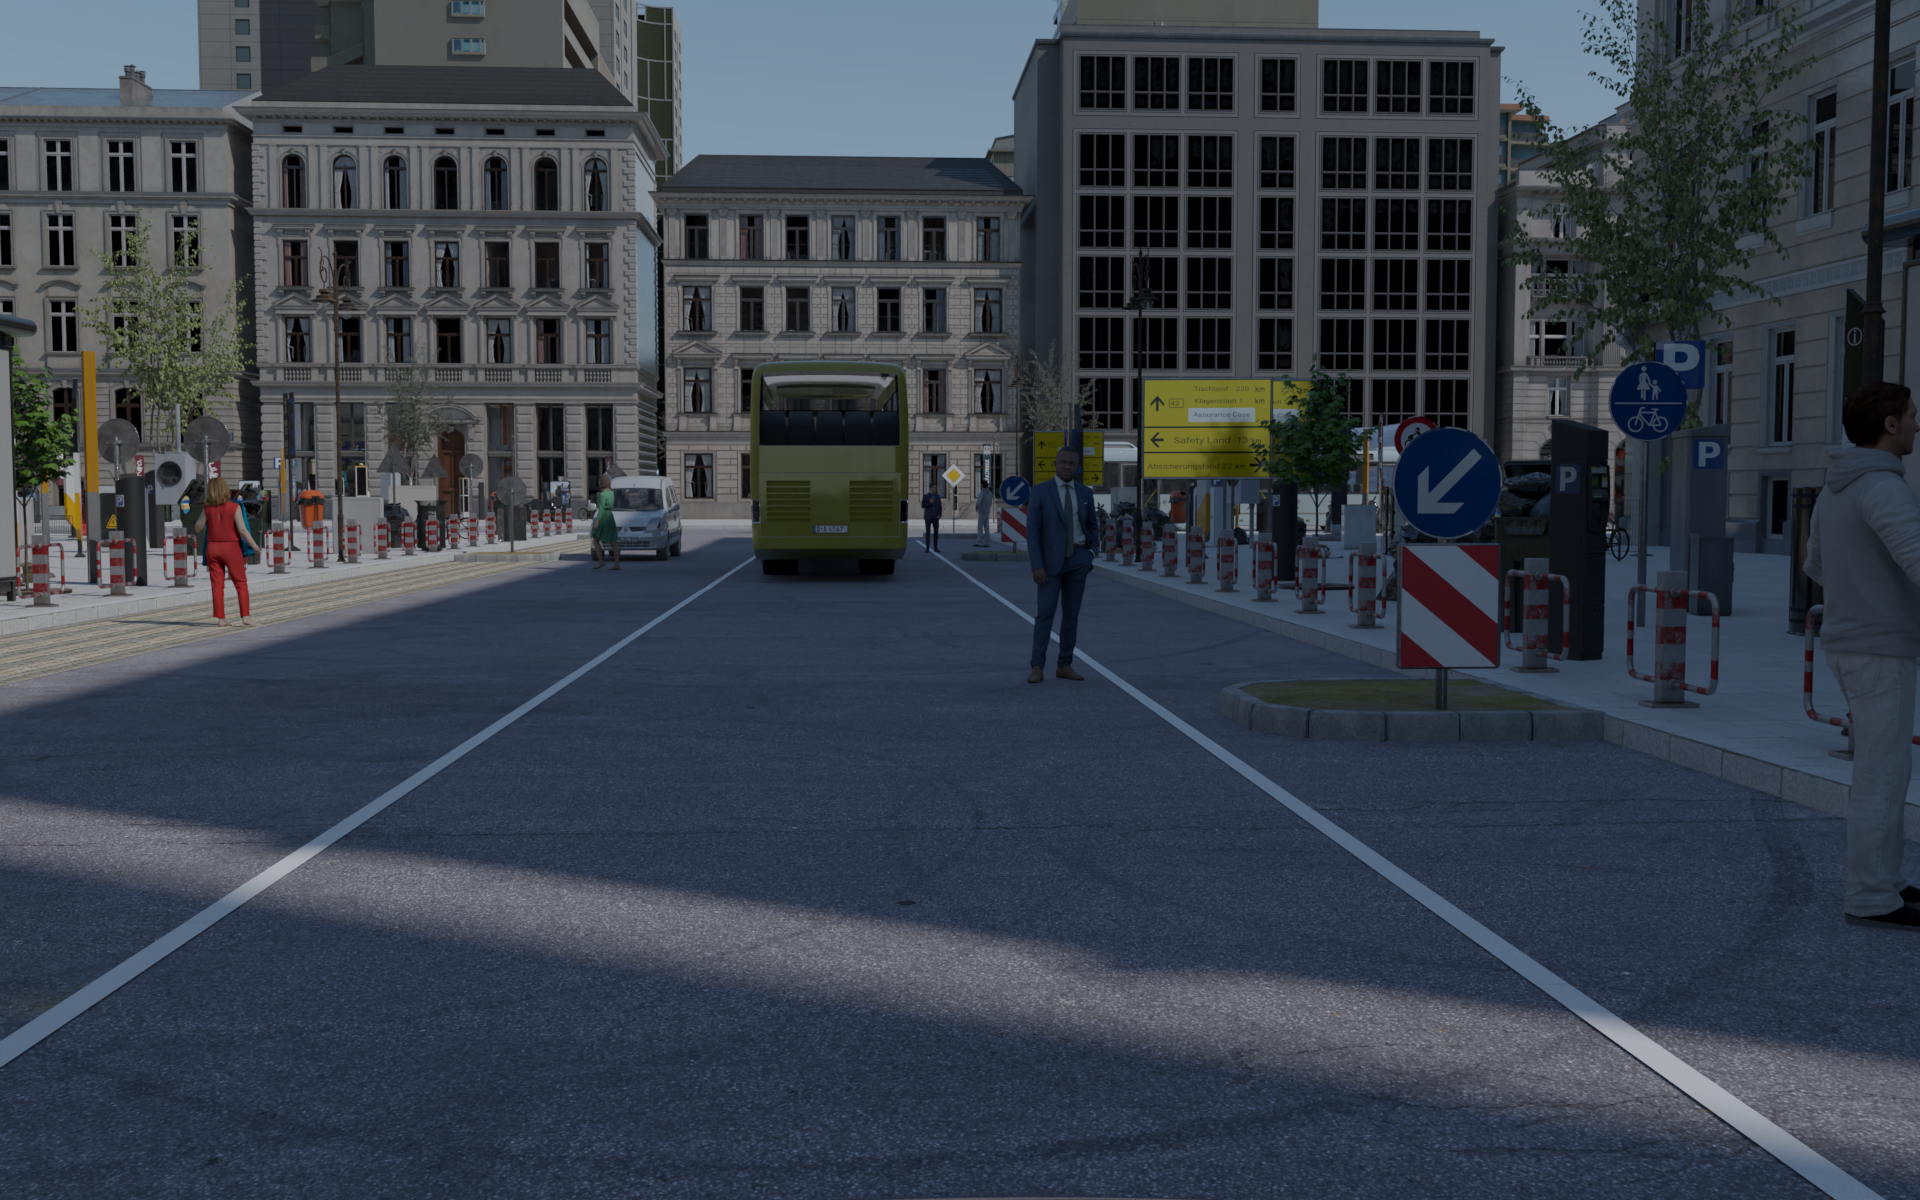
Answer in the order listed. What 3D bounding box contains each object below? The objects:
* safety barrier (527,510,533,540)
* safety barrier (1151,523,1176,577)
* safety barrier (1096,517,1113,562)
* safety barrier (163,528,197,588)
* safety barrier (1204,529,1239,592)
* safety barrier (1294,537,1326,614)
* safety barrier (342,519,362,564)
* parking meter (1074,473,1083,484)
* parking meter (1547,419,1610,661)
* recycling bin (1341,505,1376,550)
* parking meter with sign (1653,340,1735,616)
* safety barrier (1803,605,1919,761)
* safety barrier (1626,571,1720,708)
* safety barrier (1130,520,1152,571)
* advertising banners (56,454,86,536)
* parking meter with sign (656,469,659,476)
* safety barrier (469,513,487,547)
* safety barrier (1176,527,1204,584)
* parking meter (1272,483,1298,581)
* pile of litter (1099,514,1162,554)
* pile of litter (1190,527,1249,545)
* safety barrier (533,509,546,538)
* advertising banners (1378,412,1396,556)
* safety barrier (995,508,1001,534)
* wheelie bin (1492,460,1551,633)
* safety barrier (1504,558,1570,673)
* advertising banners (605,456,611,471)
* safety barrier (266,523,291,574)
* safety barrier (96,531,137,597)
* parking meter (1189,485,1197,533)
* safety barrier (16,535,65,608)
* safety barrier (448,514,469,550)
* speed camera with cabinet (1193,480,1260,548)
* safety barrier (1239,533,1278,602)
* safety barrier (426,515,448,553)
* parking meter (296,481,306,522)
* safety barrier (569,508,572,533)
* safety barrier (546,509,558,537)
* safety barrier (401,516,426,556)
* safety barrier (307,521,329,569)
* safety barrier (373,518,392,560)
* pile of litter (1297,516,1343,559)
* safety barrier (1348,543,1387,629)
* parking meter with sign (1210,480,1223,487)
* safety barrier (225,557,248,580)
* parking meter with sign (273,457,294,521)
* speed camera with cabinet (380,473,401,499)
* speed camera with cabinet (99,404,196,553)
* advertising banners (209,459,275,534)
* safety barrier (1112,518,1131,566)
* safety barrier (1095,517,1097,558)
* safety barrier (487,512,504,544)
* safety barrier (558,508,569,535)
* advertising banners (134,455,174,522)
[{"bbox_3d":[-12.236,-2.082,48.312,0.300,0.817,1.120,0,4,-4],"label":"safety barrier"},{"bbox_3d":[3.244,-0.765,26.783,0.300,0.817,1.120,0,4,-4],"label":"safety barrier"},{"bbox_3d":[2.860,-1.140,32.918,0.300,0.817,1.120,0,4,-4],"label":"safety barrier"},{"bbox_3d":[-10.678,-0.578,23.723,0.300,0.817,1.120,0,4,-4],"label":"safety barrier"},{"bbox_3d":[3.502,-0.515,22.703,0.300,0.817,1.120,0,4,-4],"label":"safety barrier"},{"bbox_3d":[3.763,-0.266,18.620,0.300,0.817,1.120,0,4,-4],"label":"safety barrier"},{"bbox_3d":[-11.199,-1.079,31.919,0.300,0.817,1.120,0,4,-4],"label":"safety barrier"},{"bbox_3d":[3.023,-2.433,45.484,0.255,1.863,0.399,3,5,39],"label":"parking meter"},{"bbox_3d":[4.797,-0.472,13.429,0.255,1.863,0.399,-2,4,-32],"label":"parking meter"},{"bbox_3d":[9.250,-1.691,40.198,0.722,1.027,0.722,0,4,6],"label":"recycling bin"},{"bbox_3d":[8.064,-1.387,18.943,0.543,3.016,1.738,0,4,8],"label":"parking meter with sign"},{"bbox_3d":[4.411,0.360,8.392,0.300,0.817,1.120,0,4,-4],"label":"safety barrier"},{"bbox_3d":[4.282,0.235,10.435,0.300,0.817,1.120,0,4,-4],"label":"safety barrier"},{"bbox_3d":[3.116,-0.890,28.829,0.300,0.817,1.120,0,4,-4],"label":"safety barrier"},{"bbox_3d":[-26.852,-3.468,52.895,0.090,3.025,2.074,1,4,19],"label":"advertising banners"},{"bbox_3d":[-21.877,-7.647,121.283,1.738,3.016,0.543,3,4,36],"label":"parking meter with sign"},{"bbox_3d":[-11.850,-1.705,42.160,0.300,0.817,1.120,0,4,-4],"label":"safety barrier"},{"bbox_3d":[3.375,-0.640,24.743,0.300,0.817,1.120,0,4,-4],"label":"safety barrier"},{"bbox_3d":[4.803,-1.052,25.619,0.372,1.533,0.369,0,3,0],"label":"parking meter"},{"bbox_3d":[3.793,-1.464,37.902,1.719,0.858,1.176,-1,4,-11],"label":"pile of litter"},{"bbox_3d":[6.660,-1.845,44.128,1.719,0.858,1.176,1,4,10],"label":"pile of litter"},{"bbox_3d":[-12.364,-2.207,50.357,0.300,0.817,1.120,0,4,-4],"label":"safety barrier"},{"bbox_3d":[8.993,-2.468,36.541,0.090,3.025,2.074,0,4,5],"label":"advertising banners"},{"bbox_3d":[1.305,-2.641,57.461,0.300,0.817,1.120,0,4,-4],"label":"safety barrier"},{"bbox_3d":[5.365,-0.497,16.034,0.980,1.594,0.693,3,4,38],"label":"wheelie bin"},{"bbox_3d":[4.151,0.109,12.488,0.300,0.817,1.120,0,4,-4],"label":"safety barrier"},{"bbox_3d":[-15.667,-5.080,79.241,0.090,3.025,2.074,-3,5,-42],"label":"advertising banners"},{"bbox_3d":[-10.940,-0.828,27.811,0.300,0.817,1.120,0,4,-4],"label":"safety barrier"},{"bbox_3d":[-10.551,-0.453,21.681,0.300,0.817,1.120,0,4,-4],"label":"safety barrier"},{"bbox_3d":[6.829,-2.561,50.278,0.372,1.533,0.369,0,3,0],"label":"parking meter"},{"bbox_3d":[-10.421,-0.328,19.641,0.300,0.817,1.120,0,4,-4],"label":"safety barrier"},{"bbox_3d":[-11.718,-1.581,40.120,0.300,0.817,1.120,0,4,-4],"label":"safety barrier"},{"bbox_3d":[6.367,-2.883,41.476,0.660,3.252,2.038,-2,4,-25],"label":"speed camera with cabinet"},{"bbox_3d":[3.635,-0.390,20.660,0.300,0.817,1.120,0,4,-4],"label":"safety barrier"},{"bbox_3d":[-11.592,-1.455,38.070,0.300,0.817,1.120,0,4,-4],"label":"safety barrier"},{"bbox_3d":[-30.286,-4.524,79.671,0.399,1.863,0.255,1,4,11],"label":"parking meter"},{"bbox_3d":[-12.749,-2.581,56.479,0.300,0.817,1.120,0,4,-4],"label":"safety barrier"},{"bbox_3d":[-12.495,-2.332,52.397,0.300,0.817,1.120,0,4,-4],"label":"safety barrier"},{"bbox_3d":[-11.457,-1.330,36.022,0.300,0.817,1.120,0,4,-4],"label":"safety barrier"},{"bbox_3d":[-11.070,-0.954,29.879,0.300,0.817,1.120,0,4,-4],"label":"safety barrier"},{"bbox_3d":[-11.328,-1.204,33.962,0.300,0.817,1.120,0,4,-4],"label":"safety barrier"},{"bbox_3d":[6.862,-1.258,34.526,1.719,0.858,1.176,0,4,-5],"label":"pile of litter"},{"bbox_3d":[3.893,-0.140,16.567,0.300,0.817,1.120,0,4,-4],"label":"safety barrier"},{"bbox_3d":[7.665,-3.412,52.044,0.543,3.016,1.738,0,4,2],"label":"parking meter with sign"},{"bbox_3d":[-10.811,-0.703,25.771,0.300,0.817,1.120,0,4,-4],"label":"safety barrier"},{"bbox_3d":[-32.265,-5.288,82.724,0.543,3.016,1.738,-1,4,-9],"label":"parking meter with sign"},{"bbox_3d":[-24.141,-4.920,74.770,0.660,3.252,2.038,1,4,20],"label":"speed camera with cabinet"},{"bbox_3d":[-17.873,-2.666,37.931,2.038,3.252,0.660,0,4,-1],"label":"speed camera with cabinet"},{"bbox_3d":[-22.702,-3.568,54.516,2.074,3.025,0.090,-2,4,-29],"label":"advertising banners"},{"bbox_3d":[2.988,-1.015,30.871,0.300,0.817,1.120,0,4,-4],"label":"safety barrier"},{"bbox_3d":[2.727,-1.265,34.961,0.300,0.817,1.120,0,4,-4],"label":"safety barrier"},{"bbox_3d":[-11.978,-1.831,44.220,0.300,0.817,1.120,0,4,-4],"label":"safety barrier"},{"bbox_3d":[-12.623,-2.456,54.437,0.300,0.817,1.120,0,4,-4],"label":"safety barrier"},{"bbox_3d":[-36.496,-5.028,78.398,0.090,3.025,2.074,2,4,23],"label":"advertising banners"}]
